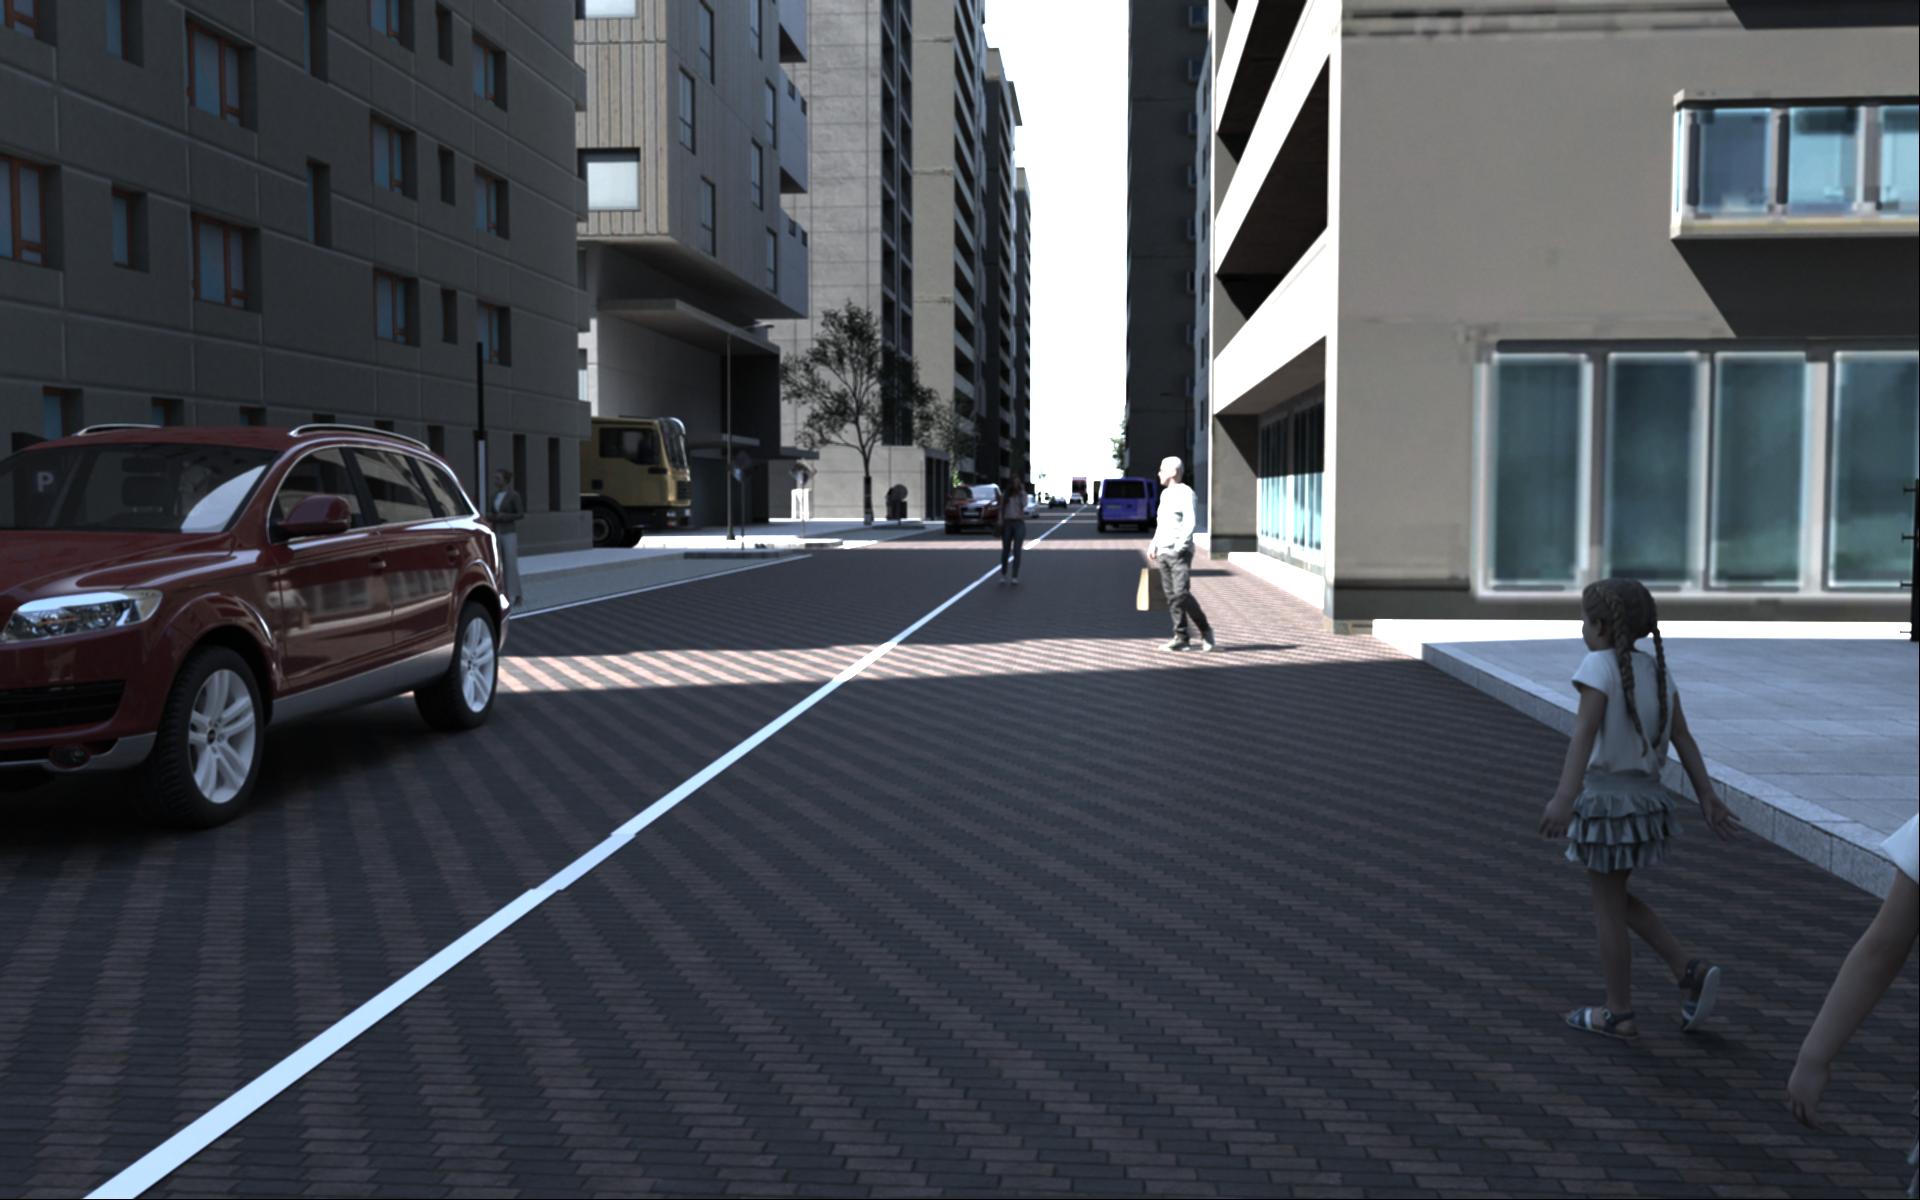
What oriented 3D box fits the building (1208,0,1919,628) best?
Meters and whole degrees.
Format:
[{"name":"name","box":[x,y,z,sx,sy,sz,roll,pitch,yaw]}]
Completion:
[{"name":"building","box":[15.278,-24.590,25.747,21.300,48.544,21.600,0,4,5]}]

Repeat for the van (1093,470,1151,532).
[{"name":"van","box":[6.250,-3.807,66.621,2.240,2.365,5.245,0,4,3]}]

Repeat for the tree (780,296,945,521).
[{"name":"tree","box":[-4.399,-9.009,81.717,8.767,10.594,7.601,-3,5,-39]}]

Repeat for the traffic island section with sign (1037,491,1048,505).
[{"name":"traffic island section with sign","box":[12.821,-15.133,256.051,1.989,1.847,2.006,0,4,5]}]

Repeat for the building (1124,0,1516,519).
[{"name":"building","box":[21.317,-29.687,109.077,21.300,48.544,21.600,0,4,5]}]

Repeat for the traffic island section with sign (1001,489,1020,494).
[{"name":"traffic island section with sign","box":[3.840,-8.439,146.598,1.989,1.847,2.006,0,4,5]}]

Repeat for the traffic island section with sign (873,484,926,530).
[{"name":"traffic island section with sign","box":[-2.433,-3.764,70.169,1.989,1.847,2.006,0,4,5]}]

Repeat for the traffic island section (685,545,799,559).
[{"name":"traffic island section","box":[-4.961,-1.047,39.407,2.009,0.180,2.903,0,4,5]}]

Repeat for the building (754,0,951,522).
[{"name":"building","box":[-11.120,-40.292,97.026,20.563,71.187,20.611,0,4,5]}]

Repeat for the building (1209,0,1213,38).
[{"name":"building","box":[19.338,-26.501,83.399,14.600,45.320,14.200,0,4,5]}]

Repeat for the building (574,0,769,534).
[{"name":"building","box":[-20.599,-28.932,62.272,28.713,52.752,27.495,0,4,5]}]

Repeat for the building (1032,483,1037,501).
[{"name":"building","box":[-4.473,-35.197,267.349,32.217,40.220,23.993,0,4,5]}]

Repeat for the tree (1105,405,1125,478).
[{"name":"tree","box":[20.586,-17.516,204.506,7.486,12.596,7.792,0,3,0]}]

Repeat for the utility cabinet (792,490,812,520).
[{"name":"utility cabinet","box":[-7.876,-4.745,86.266,1.173,1.500,0.318,3,5,43]}]

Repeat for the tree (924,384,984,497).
[{"name":"tree","box":[-0.601,-10.152,116.355,4.360,8.622,3.978,0,3,0]}]

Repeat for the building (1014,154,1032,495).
[{"name":"building","box":[-1.022,-37.932,243.897,21.300,48.544,21.600,0,4,5]}]

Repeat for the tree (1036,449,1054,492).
[{"name":"tree","box":[13.188,-20.252,281.476,4.737,8.622,4.395,0,3,0]}]

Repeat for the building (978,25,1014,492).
[{"name":"building","box":[-5.867,-34.153,182.108,21.300,48.544,21.600,0,4,5]}]

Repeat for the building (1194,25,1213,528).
[{"name":"building","box":[23.453,-13.154,60.107,28.899,21.520,27.650,0,4,5]}]

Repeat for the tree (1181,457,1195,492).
[{"name":"tree","box":[13.029,-6.388,99.044,1.663,3.219,1.824,0,3,0]}]

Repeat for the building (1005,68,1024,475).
[{"name":"building","box":[-6.829,-38.558,219.660,28.713,52.752,27.495,0,4,5]}]

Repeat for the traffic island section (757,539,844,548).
[{"name":"traffic island section","box":[-4.307,-1.534,47.365,2.009,0.180,2.903,0,4,5]}]

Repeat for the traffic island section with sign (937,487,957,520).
[{"name":"traffic island section with sign","box":[-0.226,-5.407,97.034,1.989,1.847,2.006,0,4,5]}]

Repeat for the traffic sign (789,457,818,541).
[{"name":"traffic sign","box":[-4.283,-2.670,47.302,0.795,2.450,0.064,0,4,5]}]

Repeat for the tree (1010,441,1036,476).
[{"name":"tree","box":[5.285,-15.224,199.272,4.737,8.622,4.395,0,3,0]}]

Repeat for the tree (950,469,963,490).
[{"name":"tree","box":[-0.457,-7.777,121.757,1.663,3.219,1.824,0,3,0]}]

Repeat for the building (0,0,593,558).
[{"name":"building","box":[-24.048,-11.126,26.958,28.899,21.520,27.650,0,4,5]}]

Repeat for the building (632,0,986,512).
[{"name":"building","box":[-11.720,-34.779,157.868,28.713,52.752,27.495,0,4,5]}]

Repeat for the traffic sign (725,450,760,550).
[{"name":"traffic sign","box":[-4.937,-2.184,39.343,0.795,2.450,0.064,0,4,5]}]

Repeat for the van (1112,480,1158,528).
[{"name":"van","box":[7.568,-4.349,75.483,2.240,2.365,5.245,0,4,4]}]

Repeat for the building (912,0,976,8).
[{"name":"building","box":[-10.195,-31.167,133.288,21.300,48.544,21.600,0,4,5]}]
